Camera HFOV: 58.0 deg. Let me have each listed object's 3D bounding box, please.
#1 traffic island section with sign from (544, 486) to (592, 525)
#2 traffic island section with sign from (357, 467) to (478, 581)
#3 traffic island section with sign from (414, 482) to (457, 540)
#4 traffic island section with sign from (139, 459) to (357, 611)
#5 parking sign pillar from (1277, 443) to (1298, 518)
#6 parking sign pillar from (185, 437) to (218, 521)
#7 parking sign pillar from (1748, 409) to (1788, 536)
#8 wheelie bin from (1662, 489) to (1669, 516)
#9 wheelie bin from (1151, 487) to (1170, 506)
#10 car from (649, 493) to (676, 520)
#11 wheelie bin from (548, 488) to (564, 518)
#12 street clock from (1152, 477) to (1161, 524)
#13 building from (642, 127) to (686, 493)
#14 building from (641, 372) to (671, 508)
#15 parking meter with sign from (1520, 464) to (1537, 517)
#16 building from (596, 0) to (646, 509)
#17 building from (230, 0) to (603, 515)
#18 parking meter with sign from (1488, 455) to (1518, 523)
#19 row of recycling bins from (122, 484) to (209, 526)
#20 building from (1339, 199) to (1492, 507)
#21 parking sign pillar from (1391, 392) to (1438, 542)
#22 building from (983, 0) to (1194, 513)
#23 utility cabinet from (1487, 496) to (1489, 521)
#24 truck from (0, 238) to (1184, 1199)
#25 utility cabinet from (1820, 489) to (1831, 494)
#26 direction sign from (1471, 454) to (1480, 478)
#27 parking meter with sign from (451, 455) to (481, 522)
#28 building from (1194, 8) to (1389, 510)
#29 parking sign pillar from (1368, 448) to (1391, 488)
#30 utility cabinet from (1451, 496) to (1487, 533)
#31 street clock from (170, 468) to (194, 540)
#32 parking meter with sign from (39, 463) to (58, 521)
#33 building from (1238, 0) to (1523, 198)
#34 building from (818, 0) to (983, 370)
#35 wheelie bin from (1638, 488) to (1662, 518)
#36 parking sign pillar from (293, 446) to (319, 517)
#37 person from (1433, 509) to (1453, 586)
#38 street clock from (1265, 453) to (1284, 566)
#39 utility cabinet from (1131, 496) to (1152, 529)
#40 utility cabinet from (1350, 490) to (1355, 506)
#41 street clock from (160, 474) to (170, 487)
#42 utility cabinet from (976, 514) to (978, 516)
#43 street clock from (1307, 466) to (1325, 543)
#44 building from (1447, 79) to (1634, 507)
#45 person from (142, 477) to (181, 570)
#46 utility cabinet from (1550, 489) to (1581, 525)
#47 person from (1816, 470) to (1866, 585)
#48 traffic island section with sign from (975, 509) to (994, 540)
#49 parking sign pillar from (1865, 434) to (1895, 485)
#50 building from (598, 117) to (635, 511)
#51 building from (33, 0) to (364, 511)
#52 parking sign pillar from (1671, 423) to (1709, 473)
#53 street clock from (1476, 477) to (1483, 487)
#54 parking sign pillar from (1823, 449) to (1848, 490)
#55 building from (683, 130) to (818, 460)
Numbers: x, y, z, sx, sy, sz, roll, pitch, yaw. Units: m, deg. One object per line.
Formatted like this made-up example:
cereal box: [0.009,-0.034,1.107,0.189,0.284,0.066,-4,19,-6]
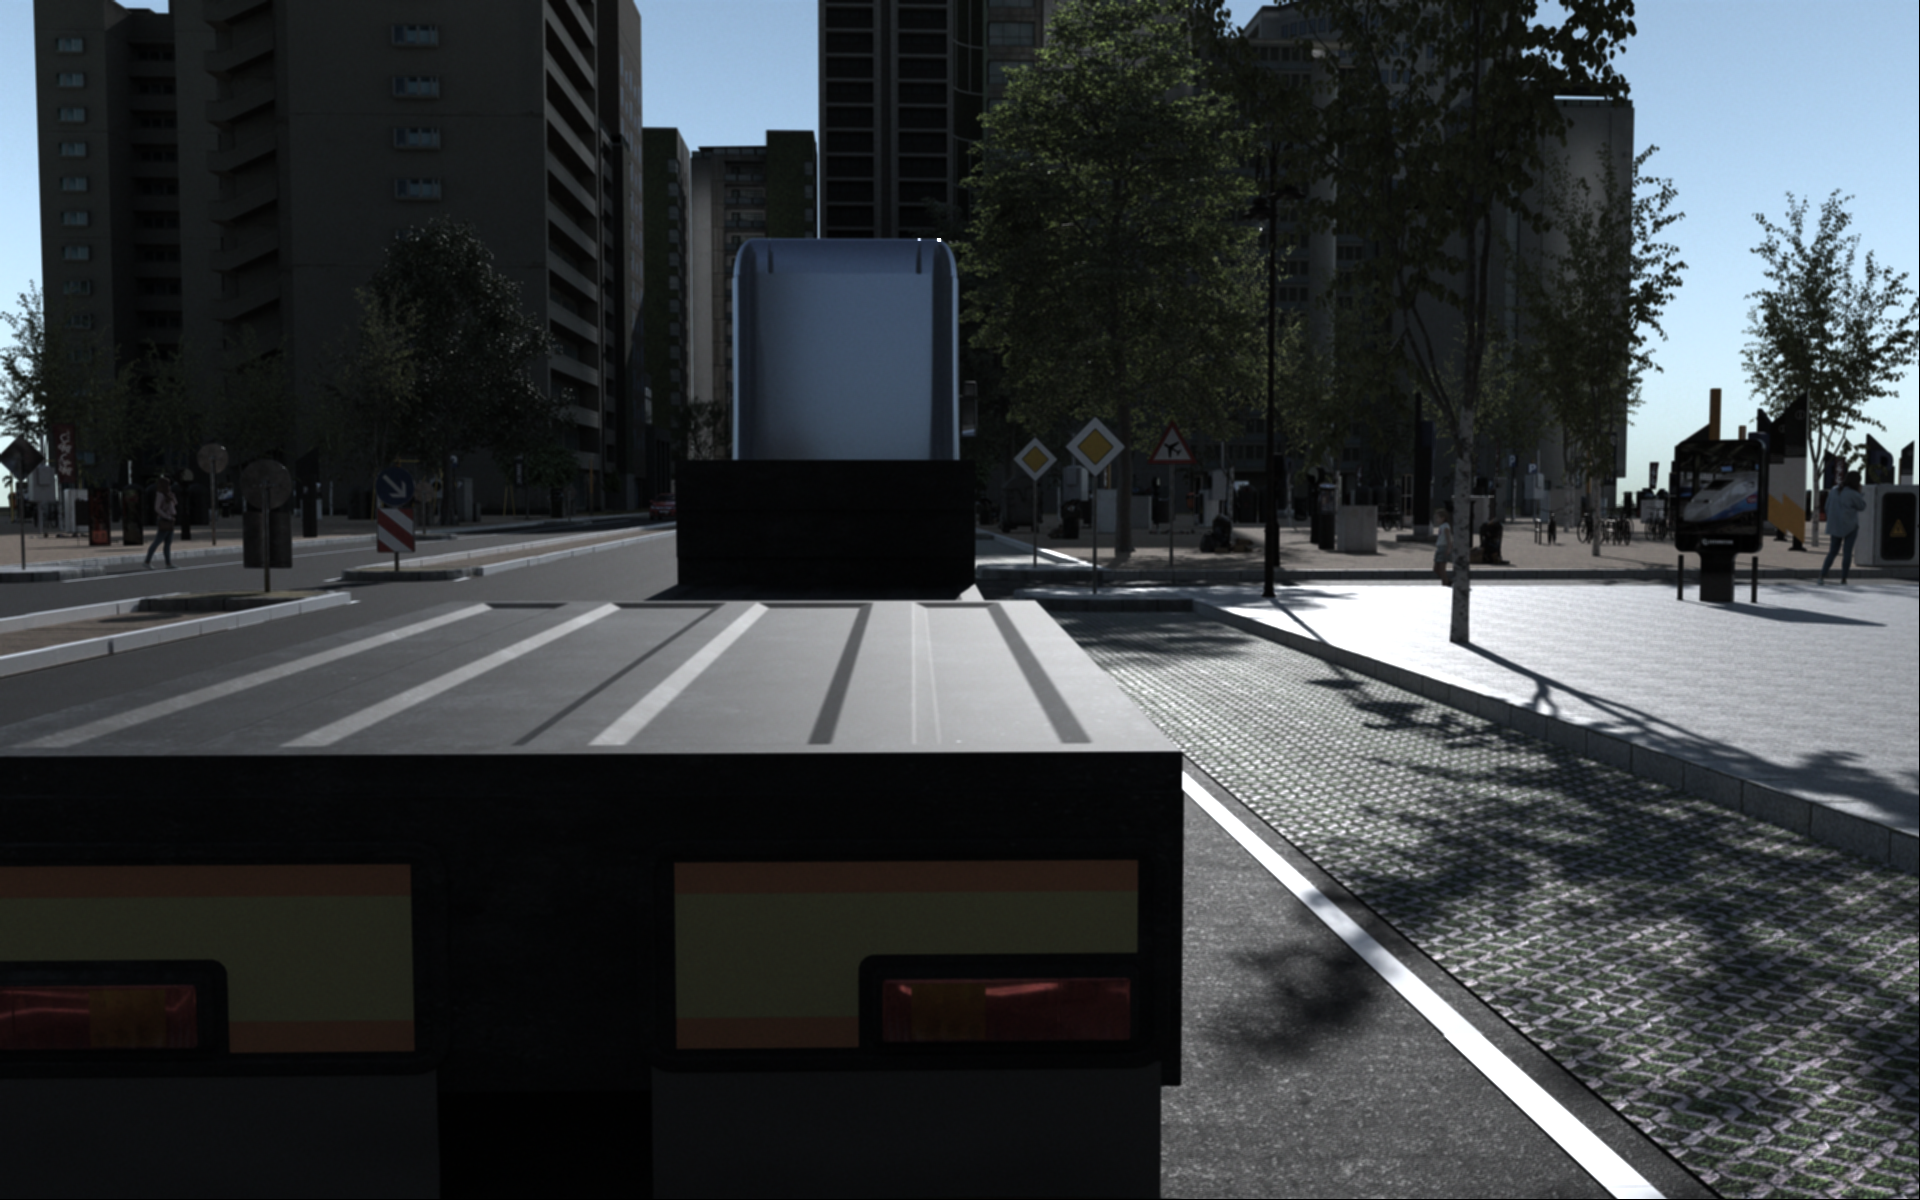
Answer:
traffic island section with sign: [-18.372,-4.449,81.377,1.989,1.847,2.006,0,4,-3]
traffic island section with sign: [-9.418,-1.303,29.433,2.006,1.907,1.989,0,4,-3]
traffic island section with sign: [-16.936,-2.803,54.460,1.989,1.847,2.006,0,4,-3]
traffic island section with sign: [-9.034,-0.850,22.036,2.006,1.907,1.989,0,4,-3]
parking sign pillar: [17.261,-6.310,91.647,1.447,3.967,1.447,2,4,34]
parking sign pillar: [-35.942,-5.719,81.971,1.447,3.967,1.447,3,5,40]
parking sign pillar: [25.060,-4.008,54.006,1.447,3.967,1.447,0,4,-1]
wheelie bin: [41.924,-5.840,103.398,0.980,1.594,0.693,-3,5,-43]
wheelie bin: [9.426,-4.490,81.327,0.980,1.594,0.693,-1,4,-10]
car: [-16.089,-5.325,96.097,2.155,1.783,4.494,0,4,-1]
wheelie bin: [-21.466,-5.162,92.308,0.980,1.594,0.693,-1,4,-15]
street clock: [8.346,-4.226,73.671,0.358,2.002,0.471,2,4,27]
building: [-37.978,-31.351,196.188,14.086,41.232,14.154,0,4,-3]
building: [-44.389,-51.976,162.472,31.000,86.520,22.319,0,4,-3]
parking meter with sign: [32.688,-6.327,99.705,0.543,3.016,1.738,0,4,3]
building: [-34.636,-30.357,146.455,14.600,45.320,14.200,0,4,-3]
building: [-36.104,-29.965,113.636,21.300,48.544,21.600,0,4,-3]
parking meter with sign: [23.624,-4.893,76.254,1.738,3.016,0.543,-1,4,-18]
row of recycling bins: [-32.176,-3.864,70.281,1.069,1.692,3.534,2,4,35]
building: [43.803,-24.560,173.251,14.107,30.474,14.160,0,4,-3]
parking sign pillar: [12.482,-3.551,46.531,1.447,3.967,1.447,1,4,20]
building: [8.518,-26.895,123.333,14.154,41.232,14.086,0,4,-3]
utility cabinet: [20.033,-3.418,67.042,0.306,1.237,1.020,-2,4,-25]
truck: [-1.046,-1.392,12.513,2.967,4.110,18.799,0,4,-2]
utility cabinet: [42.146,-4.596,83.817,1.173,1.500,0.318,-1,4,-23]
direction sign: [28.985,-6.446,97.396,0.876,3.537,0.379,-3,5,-45]
parking meter with sign: [-22.471,-5.040,78.659,0.543,3.016,1.738,1,4,20]
building: [16.011,-27.579,142.791,32.217,40.220,23.993,0,4,-3]
parking sign pillar: [23.244,-6.561,95.740,1.447,3.967,1.447,0,4,-5]
utility cabinet: [16.794,-2.821,57.282,1.020,1.237,0.306,1,4,20]
street clock: [-21.569,-2.669,48.201,0.358,2.002,0.471,3,4,36]
parking meter with sign: [-44.265,-5.370,84.062,1.738,3.016,0.543,2,4,32]
building: [47.944,-40.464,203.584,28.212,58.520,21.231,0,4,-3]
building: [-5.741,-46.617,200.433,20.611,71.187,20.563,0,4,-3]
wheelie bin: [36.874,-5.203,92.979,0.693,1.594,0.980,-1,4,-22]
parking sign pillar: [-36.442,-6.611,96.557,1.447,3.967,1.447,-3,4,-37]
person: [6.995,-0.693,24.839,0.382,1.210,0.505,0,4,2]
street clock: [5.576,-1.601,30.748,0.358,2.002,0.471,0,4,-2]
utility cabinet: [6.550,-3.223,63.861,1.020,1.237,0.306,2,4,30]
utility cabinet: [23.133,-5.612,100.428,1.173,1.500,0.318,-3,4,-37]
street clock: [-28.410,-3.511,61.971,0.358,2.002,0.471,-3,5,-41]
utility cabinet: [0.705,-5.472,98.152,0.318,1.500,1.173,-1,4,-17]
street clock: [9.267,-2.479,45.099,0.358,2.002,0.471,-2,4,-27]
building: [57.853,-30.035,174.660,14.086,41.232,14.154,0,4,-3]
person: [-15.185,-1.456,32.893,0.643,1.750,0.593,-1,4,-16]
utility cabinet: [24.541,-3.764,70.214,1.173,1.500,0.318,1,4,15]
person: [13.570,-1.096,26.689,0.793,1.790,0.793,2,4,27]
traffic island section with sign: [0.033,-2.831,54.907,1.989,1.847,2.006,0,4,-3]
parking sign pillar: [41.213,-5.451,77.602,1.447,3.967,1.447,-1,4,-20]
building: [-33.063,-22.079,132.695,14.160,30.474,14.107,0,4,-3]
building: [-71.042,-33.013,163.461,21.600,48.544,21.300,0,4,-3]
parking sign pillar: [27.676,-4.719,65.630,1.447,3.967,1.447,0,4,-1]
street clock: [22.554,-4.335,75.446,0.358,2.002,0.471,-1,4,-18]
parking sign pillar: [51.781,-6.968,102.396,1.447,3.967,1.447,1,4,22]
building: [-23.246,-31.442,197.669,14.086,41.232,14.154,0,4,-3]
